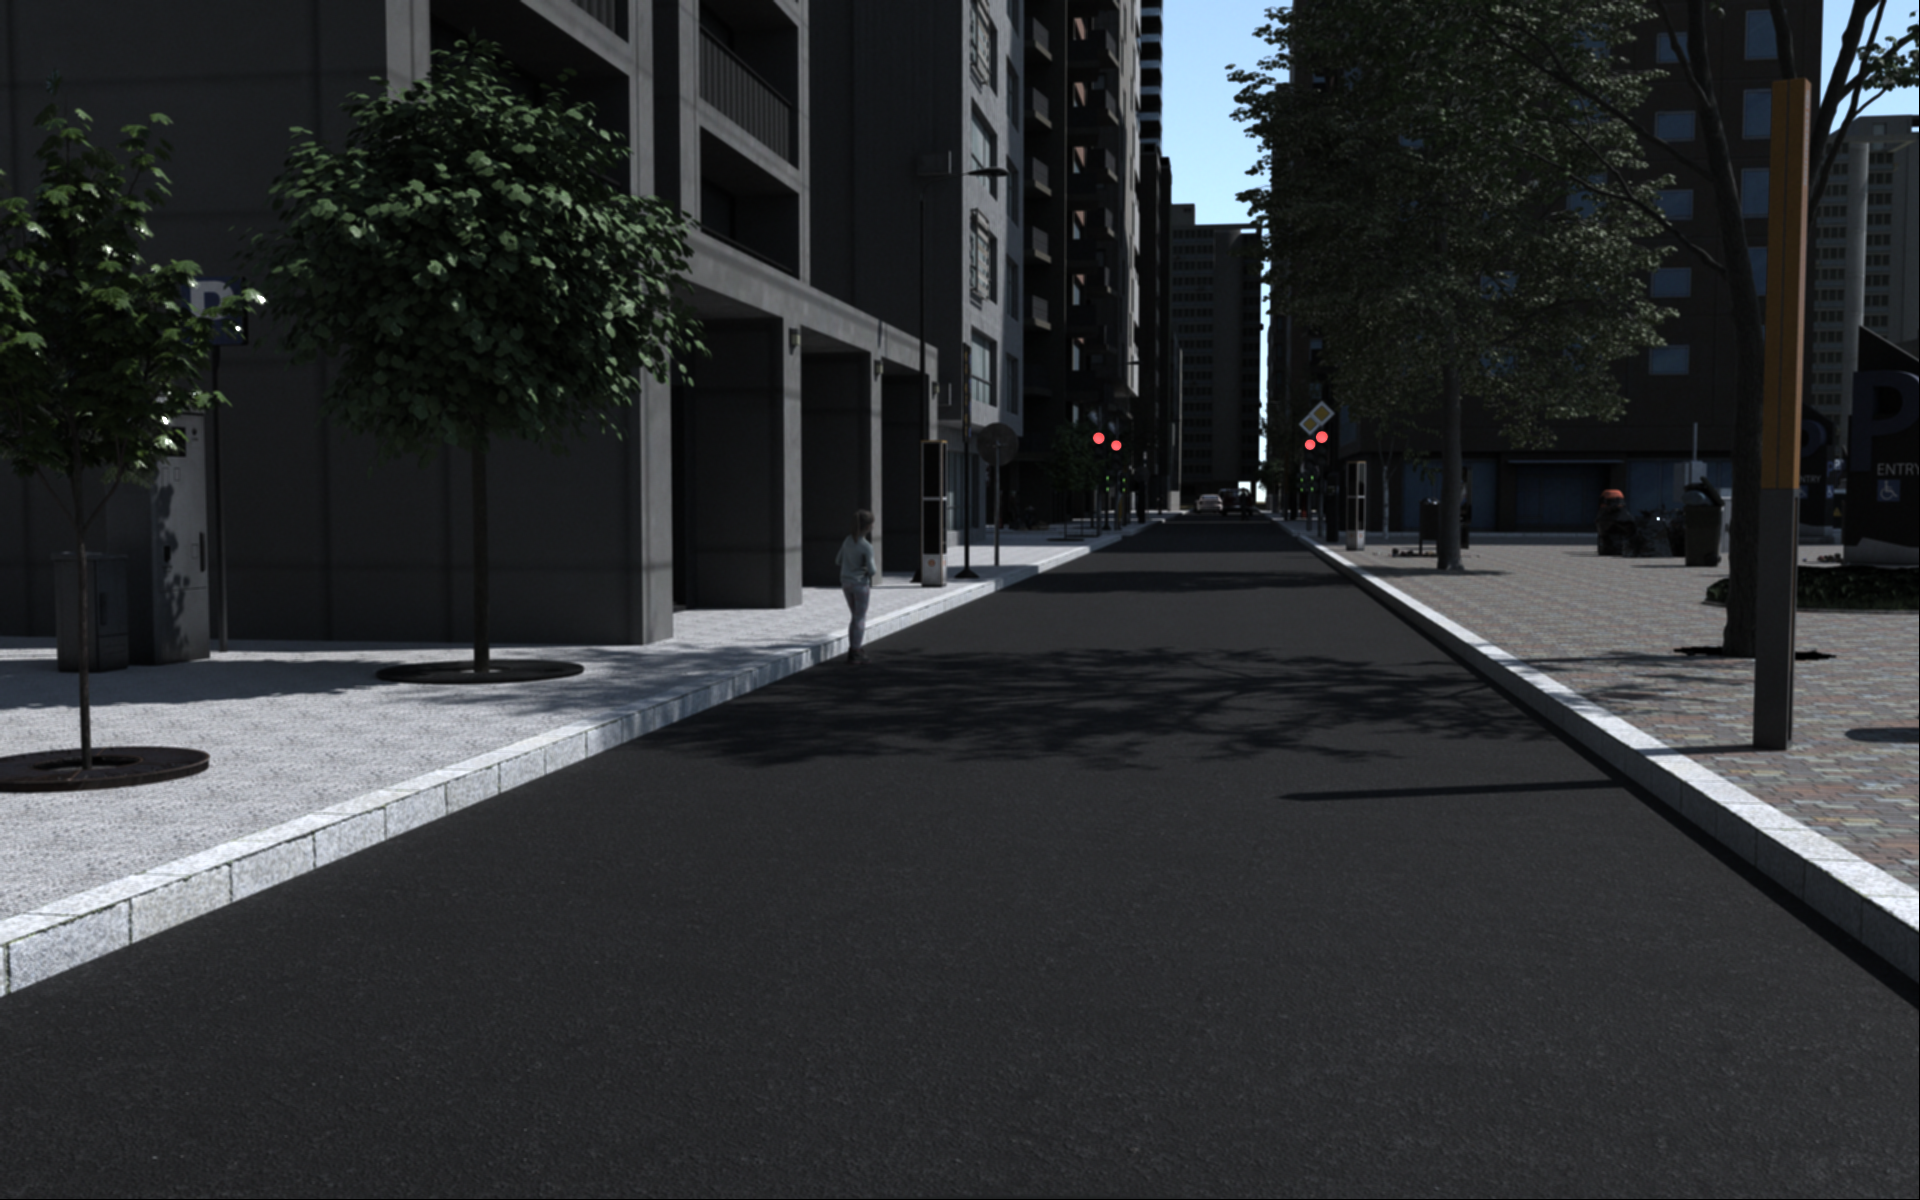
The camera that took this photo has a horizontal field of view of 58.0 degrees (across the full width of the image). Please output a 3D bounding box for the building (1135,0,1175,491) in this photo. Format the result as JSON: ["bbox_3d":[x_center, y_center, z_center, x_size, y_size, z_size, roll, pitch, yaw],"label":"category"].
[{"bbox_3d":[9.587,-52.104,164.579,22.319,86.520,31.000,1,4,9],"label":"building"}]

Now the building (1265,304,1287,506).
[{"bbox_3d":[44.432,-19.892,170.277,27.650,21.520,28.899,1,4,9],"label":"building"}]

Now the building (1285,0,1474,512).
[{"bbox_3d":[35.374,-30.505,148.865,14.600,45.320,14.200,1,4,9],"label":"building"}]

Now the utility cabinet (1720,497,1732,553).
[{"bbox_3d":[16.440,-1.623,37.698,1.020,1.237,0.306,-1,4,-20],"label":"utility cabinet"}]

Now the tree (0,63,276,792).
[{"bbox_3d":[-4.076,-0.818,7.974,1.663,3.219,1.824,0,3,0],"label":"tree"}]

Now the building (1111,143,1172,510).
[{"bbox_3d":[10.136,-22.726,143.274,14.160,30.474,14.107,1,4,9],"label":"building"}]

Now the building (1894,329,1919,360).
[{"bbox_3d":[52.490,-45.789,61.319,31.000,86.520,22.319,1,4,9],"label":"building"}]

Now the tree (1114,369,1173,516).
[{"bbox_3d":[10.613,-9.352,103.271,4.360,8.622,3.978,0,3,0],"label":"tree"}]

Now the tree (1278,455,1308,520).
[{"bbox_3d":[16.496,-5.528,84.984,1.663,3.219,1.824,0,3,0],"label":"tree"}]

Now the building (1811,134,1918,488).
[{"bbox_3d":[82.486,-30.084,183.753,23.993,40.220,32.217,1,4,9],"label":"building"}]

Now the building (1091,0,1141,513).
[{"bbox_3d":[-1.361,-32.582,121.955,28.713,52.752,27.495,1,4,9],"label":"building"}]

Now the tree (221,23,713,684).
[{"bbox_3d":[-3.505,-1.745,12.246,4.285,4.588,4.351,0,3,0],"label":"tree"}]

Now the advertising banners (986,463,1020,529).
[{"bbox_3d":[1.457,-4.117,63.507,0.090,3.025,2.074,-3,5,-40],"label":"advertising banners"}]

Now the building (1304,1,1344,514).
[{"bbox_3d":[33.017,-27.770,108.662,22.147,44.769,28.867,1,4,9],"label":"building"}]

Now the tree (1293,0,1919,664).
[{"bbox_3d":[6.358,-5.366,13.492,9.928,11.665,9.643,0,3,0],"label":"tree"}]

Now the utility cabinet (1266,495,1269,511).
[{"bbox_3d":[23.463,-7.328,130.982,0.306,1.237,1.020,-1,4,-9],"label":"utility cabinet"}]

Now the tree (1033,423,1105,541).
[{"bbox_3d":[2.926,-3.234,47.471,1.663,3.219,1.824,0,3,0],"label":"tree"}]

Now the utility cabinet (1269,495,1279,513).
[{"bbox_3d":[21.480,-6.529,117.912,0.306,1.237,1.020,1,4,20],"label":"utility cabinet"}]

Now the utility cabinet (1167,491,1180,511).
[{"bbox_3d":[15.696,-7.256,127.322,0.318,1.500,1.173,3,5,42],"label":"utility cabinet"}]

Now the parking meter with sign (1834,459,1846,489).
[{"bbox_3d":[43.707,-5.443,85.252,0.543,3.016,1.738,-1,4,-16],"label":"parking meter with sign"}]

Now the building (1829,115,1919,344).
[{"bbox_3d":[102.663,-30.939,189.447,14.086,41.232,14.154,1,4,9],"label":"building"}]

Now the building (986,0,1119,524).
[{"bbox_3d":[-3.694,-26.384,86.006,22.147,44.769,28.867,1,4,9],"label":"building"}]

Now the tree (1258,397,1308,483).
[{"bbox_3d":[24.377,-10.945,129.305,4.360,8.622,3.978,0,3,0],"label":"tree"}]

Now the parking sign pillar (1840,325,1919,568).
[{"bbox_3d":[14.690,-2.369,27.200,1.447,3.967,1.447,-3,4,-38],"label":"parking sign pillar"}]

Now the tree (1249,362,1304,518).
[{"bbox_3d":[18.209,-8.816,94.496,4.737,8.622,4.395,0,3,0],"label":"tree"}]

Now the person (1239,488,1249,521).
[{"bbox_3d":[14.988,-5.039,91.308,0.534,1.772,0.576,0,4,5],"label":"person"}]

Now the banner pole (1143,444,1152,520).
[{"bbox_3d":[9.248,-5.873,86.047,0.401,3.779,0.863,2,4,27],"label":"banner pole"}]

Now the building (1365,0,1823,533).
[{"bbox_3d":[21.526,-25.232,62.658,14.200,45.320,14.600,1,4,9],"label":"building"}]

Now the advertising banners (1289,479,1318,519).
[{"bbox_3d":[17.983,-5.767,90.482,0.090,3.025,2.074,-3,4,-36],"label":"advertising banners"}]

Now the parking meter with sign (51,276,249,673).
[{"bbox_3d":[-6.144,-1.034,13.173,0.543,3.016,1.738,1,4,11],"label":"parking meter with sign"}]

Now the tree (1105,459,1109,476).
[{"bbox_3d":[3.694,-3.481,51.513,1.663,3.219,1.824,0,3,0],"label":"tree"}]

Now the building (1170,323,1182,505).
[{"bbox_3d":[10.431,-21.636,198.783,28.899,21.520,27.650,1,4,9],"label":"building"}]

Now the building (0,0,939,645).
[{"bbox_3d":[-11.159,-35.841,24.246,20.563,71.187,20.611,1,4,9],"label":"building"}]

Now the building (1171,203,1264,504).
[{"bbox_3d":[28.911,-33.203,234.747,23.993,40.220,32.217,1,4,9],"label":"building"}]

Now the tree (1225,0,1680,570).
[{"bbox_3d":[7.990,-6.808,29.435,7.486,12.596,7.792,0,3,0],"label":"tree"}]

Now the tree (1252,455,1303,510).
[{"bbox_3d":[25.596,-9.662,141.692,4.285,4.588,4.351,0,3,0],"label":"tree"}]

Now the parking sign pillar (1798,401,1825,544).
[{"bbox_3d":[21.981,-3.457,44.988,1.447,3.967,1.447,-2,4,-35],"label":"parking sign pillar"}]

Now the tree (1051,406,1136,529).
[{"bbox_3d":[5.014,-4.959,64.793,4.285,4.588,4.351,0,3,0],"label":"tree"}]

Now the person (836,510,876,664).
[{"bbox_3d":[-0.858,-0.116,14.671,0.425,1.301,0.394,2,4,27],"label":"person"}]

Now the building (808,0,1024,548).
[{"bbox_3d":[-5.684,-22.059,44.266,14.086,41.232,14.154,1,4,9],"label":"building"}]

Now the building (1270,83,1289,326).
[{"bbox_3d":[45.890,-34.926,194.736,21.300,48.544,21.600,1,4,9],"label":"building"}]

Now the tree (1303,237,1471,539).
[{"bbox_3d":[12.050,-6.006,48.555,4.737,8.622,4.395,0,3,0],"label":"tree"}]
